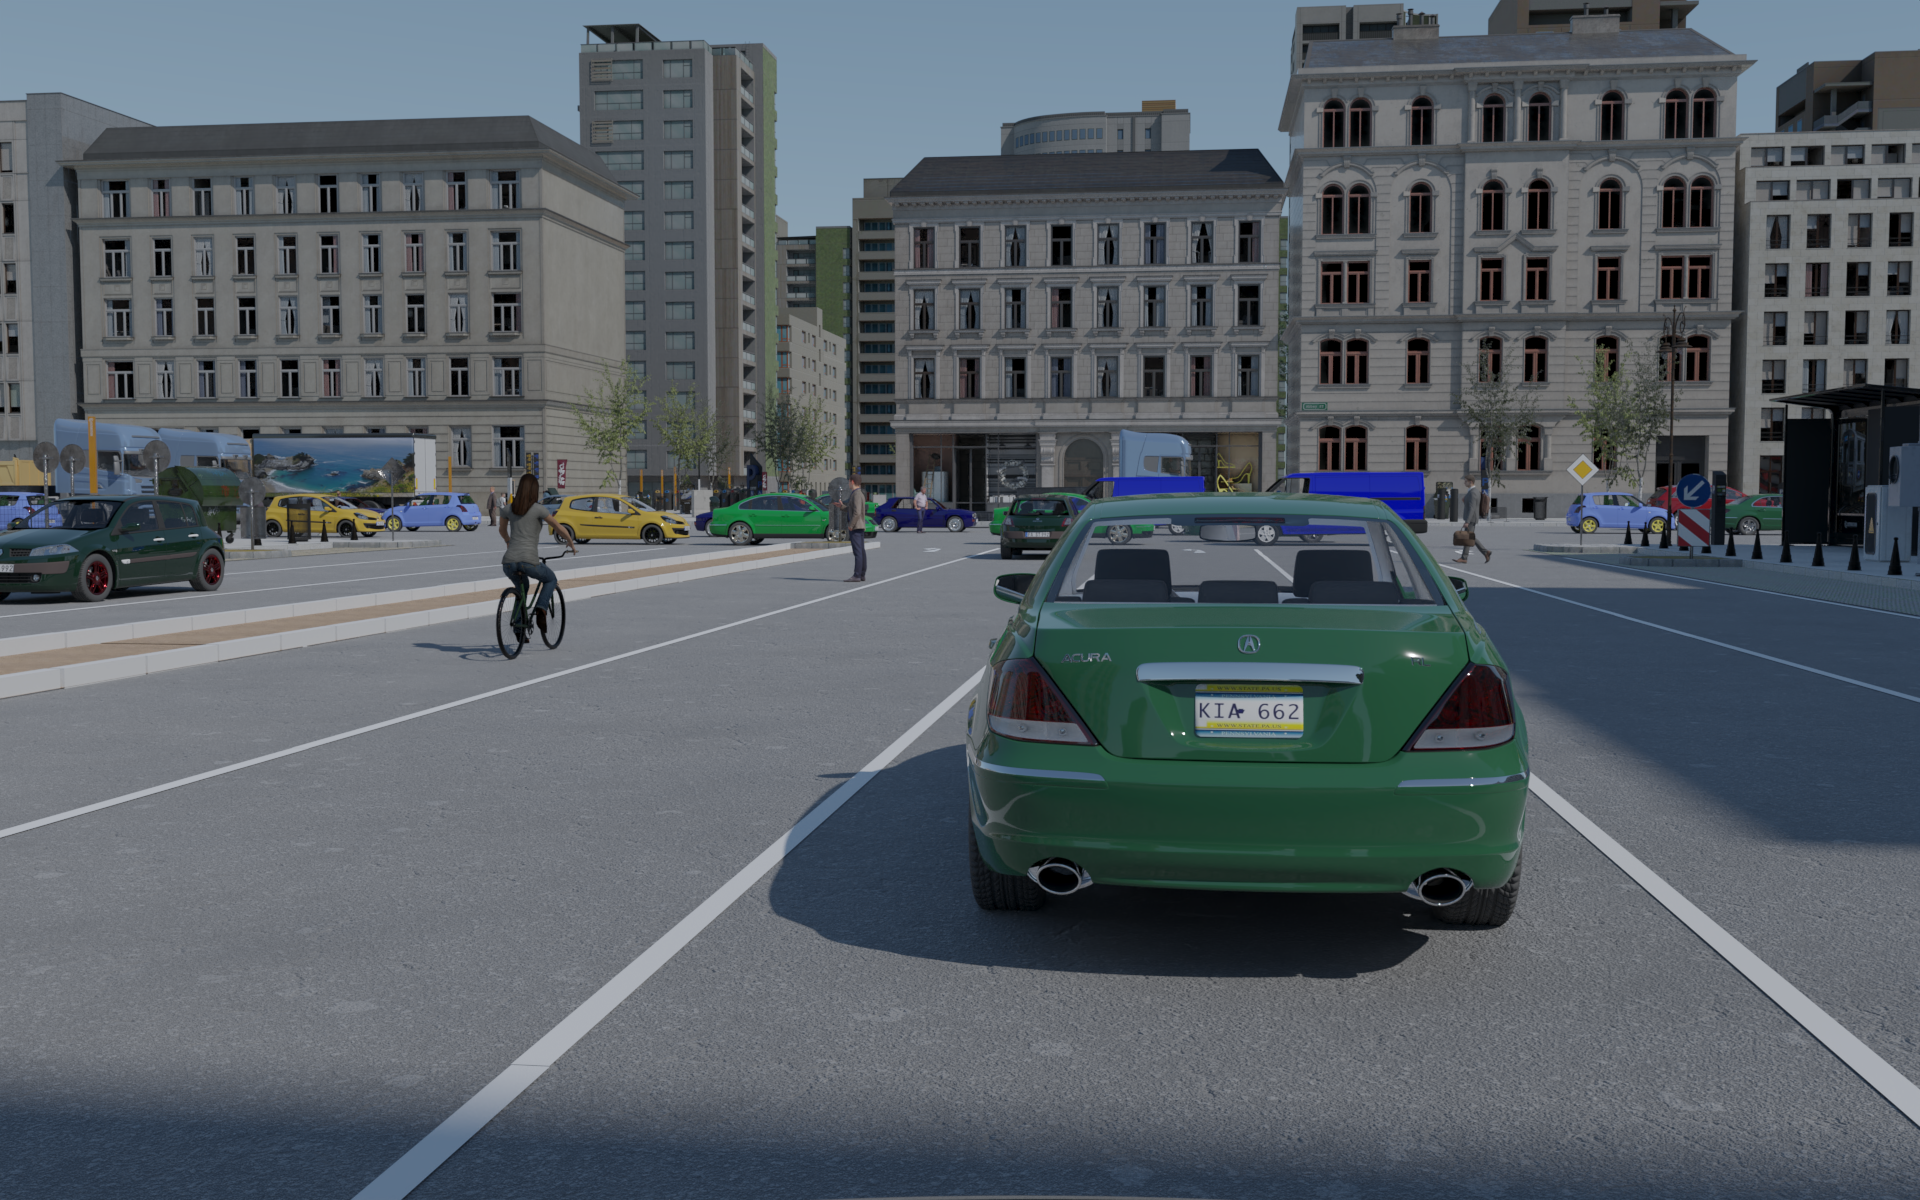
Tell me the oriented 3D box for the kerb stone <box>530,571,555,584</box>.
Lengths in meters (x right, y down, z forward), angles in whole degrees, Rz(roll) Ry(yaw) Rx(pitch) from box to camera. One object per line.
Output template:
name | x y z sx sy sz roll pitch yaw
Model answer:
kerb stone | -6.783 -0.339 27.794 0.120 0.150 1.000 0 4 8

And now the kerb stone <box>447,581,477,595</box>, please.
kerb stone | -7.194 -0.154 24.711 0.120 0.150 1.000 0 4 8

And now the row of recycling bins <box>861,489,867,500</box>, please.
row of recycling bins | -8.639 -7.699 132.983 3.534 1.692 1.069 2 4 33

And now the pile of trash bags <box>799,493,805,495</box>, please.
pile of trash bags | -13.064 -7.408 130.875 3.447 1.369 1.912 -3 5 -44

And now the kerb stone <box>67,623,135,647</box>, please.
kerb stone | -8.271 0.347 16.559 0.120 0.150 1.000 0 4 8

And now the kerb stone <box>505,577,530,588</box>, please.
kerb stone | -6.925 -0.279 26.762 0.120 0.150 1.000 0 4 8

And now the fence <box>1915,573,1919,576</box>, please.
fence | 16.001 -0.943 26.617 2.264 1.192 0.480 2 4 27

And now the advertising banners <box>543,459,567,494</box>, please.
advertising banners | -20.674 -5.538 86.727 2.074 3.025 0.090 0 3 0

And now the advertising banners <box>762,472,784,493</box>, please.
advertising banners | -14.615 -8.522 135.516 2.074 3.025 0.090 1 4 21

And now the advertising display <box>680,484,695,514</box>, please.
advertising display | -17.242 -6.382 109.552 0.974 1.923 0.123 1 4 13

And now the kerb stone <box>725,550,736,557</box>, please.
kerb stone | -5.294 -1.031 39.075 0.120 0.150 1.000 0 4 8

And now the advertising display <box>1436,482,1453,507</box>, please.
advertising display | 25.255 -5.206 90.329 0.974 1.923 0.123 -1 4 -19

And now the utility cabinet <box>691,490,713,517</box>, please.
utility cabinet | -14.128 -5.277 94.963 1.173 1.500 0.318 -3 4 -39

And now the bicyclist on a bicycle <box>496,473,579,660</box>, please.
bicyclist on a bicycle | -3.823 -0.332 15.448 1.499 1.676 1.625 0 4 7

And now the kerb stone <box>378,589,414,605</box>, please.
kerb stone | -7.459 -0.029 22.674 0.120 0.150 1.000 0 4 8

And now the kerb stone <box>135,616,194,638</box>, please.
kerb stone | -8.142 0.282 17.581 0.120 0.150 1.000 0 4 8

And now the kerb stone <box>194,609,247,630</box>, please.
kerb stone | -8.009 0.222 18.600 0.120 0.150 1.000 0 4 8

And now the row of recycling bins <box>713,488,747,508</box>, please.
row of recycling bins | -16.322 -7.129 123.675 3.534 1.692 1.069 3 4 37

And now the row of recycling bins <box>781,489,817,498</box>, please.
row of recycling bins | -13.051 -8.162 140.557 3.534 1.692 1.069 2 4 32

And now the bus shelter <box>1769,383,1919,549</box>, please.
bus shelter | 20.453 -2.965 39.763 1.731 3.624 6.357 0 4 7

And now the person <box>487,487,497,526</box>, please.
person | -20.867 -4.165 77.150 0.434 1.755 0.990 -2 4 -30

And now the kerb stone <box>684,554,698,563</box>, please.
kerb stone | -5.689 -0.839 35.987 0.120 0.150 1.000 0 4 8

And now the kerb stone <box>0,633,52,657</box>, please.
kerb stone | -8.411 0.407 15.541 0.120 0.150 1.000 0 4 8

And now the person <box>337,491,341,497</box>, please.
person | -25.847 -3.756 72.175 0.482 1.546 0.388 0 4 1

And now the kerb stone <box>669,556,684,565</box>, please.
kerb stone | -5.832 -0.778 34.969 0.120 0.150 1.000 0 4 8

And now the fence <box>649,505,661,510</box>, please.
fence | -17.166 -4.874 95.066 0.278 0.683 2.069 3 4 38

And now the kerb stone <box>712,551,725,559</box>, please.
kerb stone | -5.417 -0.968 38.047 0.120 0.150 1.000 0 4 8

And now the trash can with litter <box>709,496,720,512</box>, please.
trash can with litter | -12.897 -4.917 91.773 0.624 1.170 1.055 -2 4 -27

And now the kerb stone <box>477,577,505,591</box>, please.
kerb stone | -7.050 -0.215 25.742 0.120 0.150 1.000 0 4 8

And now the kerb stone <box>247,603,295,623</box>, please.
kerb stone | -7.873 0.161 19.618 0.120 0.150 1.000 0 4 8

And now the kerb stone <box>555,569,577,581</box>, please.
kerb stone | -6.645 -0.405 28.823 0.120 0.150 1.000 0 4 8

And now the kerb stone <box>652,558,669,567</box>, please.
kerb stone | -5.966 -0.719 33.951 0.120 0.150 1.000 0 4 8

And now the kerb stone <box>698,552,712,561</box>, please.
kerb stone | -5.554 -0.905 37.020 0.120 0.150 1.000 0 4 8

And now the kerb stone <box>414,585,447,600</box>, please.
kerb stone | -7.327 -0.086 23.693 0.120 0.150 1.000 0 4 8

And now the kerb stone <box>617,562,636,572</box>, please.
kerb stone | -6.242 -0.594 31.908 0.120 0.150 1.000 0 4 8

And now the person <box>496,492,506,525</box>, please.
person | -21.519 -4.293 81.284 0.503 1.515 0.523 0 4 0

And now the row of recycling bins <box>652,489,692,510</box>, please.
row of recycling bins | -22.781 -7.977 137.541 3.534 1.692 1.069 0 4 7

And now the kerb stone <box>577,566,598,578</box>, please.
kerb stone | -6.514 -0.469 29.863 0.120 0.150 1.000 0 4 8

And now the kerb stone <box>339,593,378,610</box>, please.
kerb stone | -7.605 0.033 21.657 0.120 0.150 1.000 0 4 8

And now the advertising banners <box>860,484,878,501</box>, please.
advertising banners | -7.765 -9.064 144.385 2.074 3.025 0.090 -1 4 -9

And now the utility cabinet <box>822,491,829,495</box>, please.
utility cabinet | -8.762 -6.454 114.208 0.318 1.500 1.173 1 4 15

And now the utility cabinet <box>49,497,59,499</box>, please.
utility cabinet | -48.818 -5.029 93.380 0.306 1.237 1.020 2 4 24

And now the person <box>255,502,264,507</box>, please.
person | -31.875 -4.253 78.836 0.445 1.727 0.742 0 4 -8

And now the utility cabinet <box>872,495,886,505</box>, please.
utility cabinet | -6.141 -7.372 131.697 1.020 1.237 0.306 -1 4 -18

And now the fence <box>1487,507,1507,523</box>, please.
fence | 24.471 -3.871 78.662 0.278 0.683 2.069 3 4 37

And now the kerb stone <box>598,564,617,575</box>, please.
kerb stone | -6.381 -0.528 30.890 0.120 0.150 1.000 0 4 8

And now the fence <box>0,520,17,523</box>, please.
fence | -20.089 -1.579 37.014 2.264 1.192 0.480 0 4 1

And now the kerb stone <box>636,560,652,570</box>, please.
kerb stone | -6.111 -0.652 32.934 0.120 0.150 1.000 0 4 8

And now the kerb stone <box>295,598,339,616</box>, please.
kerb stone | -7.736 0.099 20.636 0.120 0.150 1.000 0 4 8
